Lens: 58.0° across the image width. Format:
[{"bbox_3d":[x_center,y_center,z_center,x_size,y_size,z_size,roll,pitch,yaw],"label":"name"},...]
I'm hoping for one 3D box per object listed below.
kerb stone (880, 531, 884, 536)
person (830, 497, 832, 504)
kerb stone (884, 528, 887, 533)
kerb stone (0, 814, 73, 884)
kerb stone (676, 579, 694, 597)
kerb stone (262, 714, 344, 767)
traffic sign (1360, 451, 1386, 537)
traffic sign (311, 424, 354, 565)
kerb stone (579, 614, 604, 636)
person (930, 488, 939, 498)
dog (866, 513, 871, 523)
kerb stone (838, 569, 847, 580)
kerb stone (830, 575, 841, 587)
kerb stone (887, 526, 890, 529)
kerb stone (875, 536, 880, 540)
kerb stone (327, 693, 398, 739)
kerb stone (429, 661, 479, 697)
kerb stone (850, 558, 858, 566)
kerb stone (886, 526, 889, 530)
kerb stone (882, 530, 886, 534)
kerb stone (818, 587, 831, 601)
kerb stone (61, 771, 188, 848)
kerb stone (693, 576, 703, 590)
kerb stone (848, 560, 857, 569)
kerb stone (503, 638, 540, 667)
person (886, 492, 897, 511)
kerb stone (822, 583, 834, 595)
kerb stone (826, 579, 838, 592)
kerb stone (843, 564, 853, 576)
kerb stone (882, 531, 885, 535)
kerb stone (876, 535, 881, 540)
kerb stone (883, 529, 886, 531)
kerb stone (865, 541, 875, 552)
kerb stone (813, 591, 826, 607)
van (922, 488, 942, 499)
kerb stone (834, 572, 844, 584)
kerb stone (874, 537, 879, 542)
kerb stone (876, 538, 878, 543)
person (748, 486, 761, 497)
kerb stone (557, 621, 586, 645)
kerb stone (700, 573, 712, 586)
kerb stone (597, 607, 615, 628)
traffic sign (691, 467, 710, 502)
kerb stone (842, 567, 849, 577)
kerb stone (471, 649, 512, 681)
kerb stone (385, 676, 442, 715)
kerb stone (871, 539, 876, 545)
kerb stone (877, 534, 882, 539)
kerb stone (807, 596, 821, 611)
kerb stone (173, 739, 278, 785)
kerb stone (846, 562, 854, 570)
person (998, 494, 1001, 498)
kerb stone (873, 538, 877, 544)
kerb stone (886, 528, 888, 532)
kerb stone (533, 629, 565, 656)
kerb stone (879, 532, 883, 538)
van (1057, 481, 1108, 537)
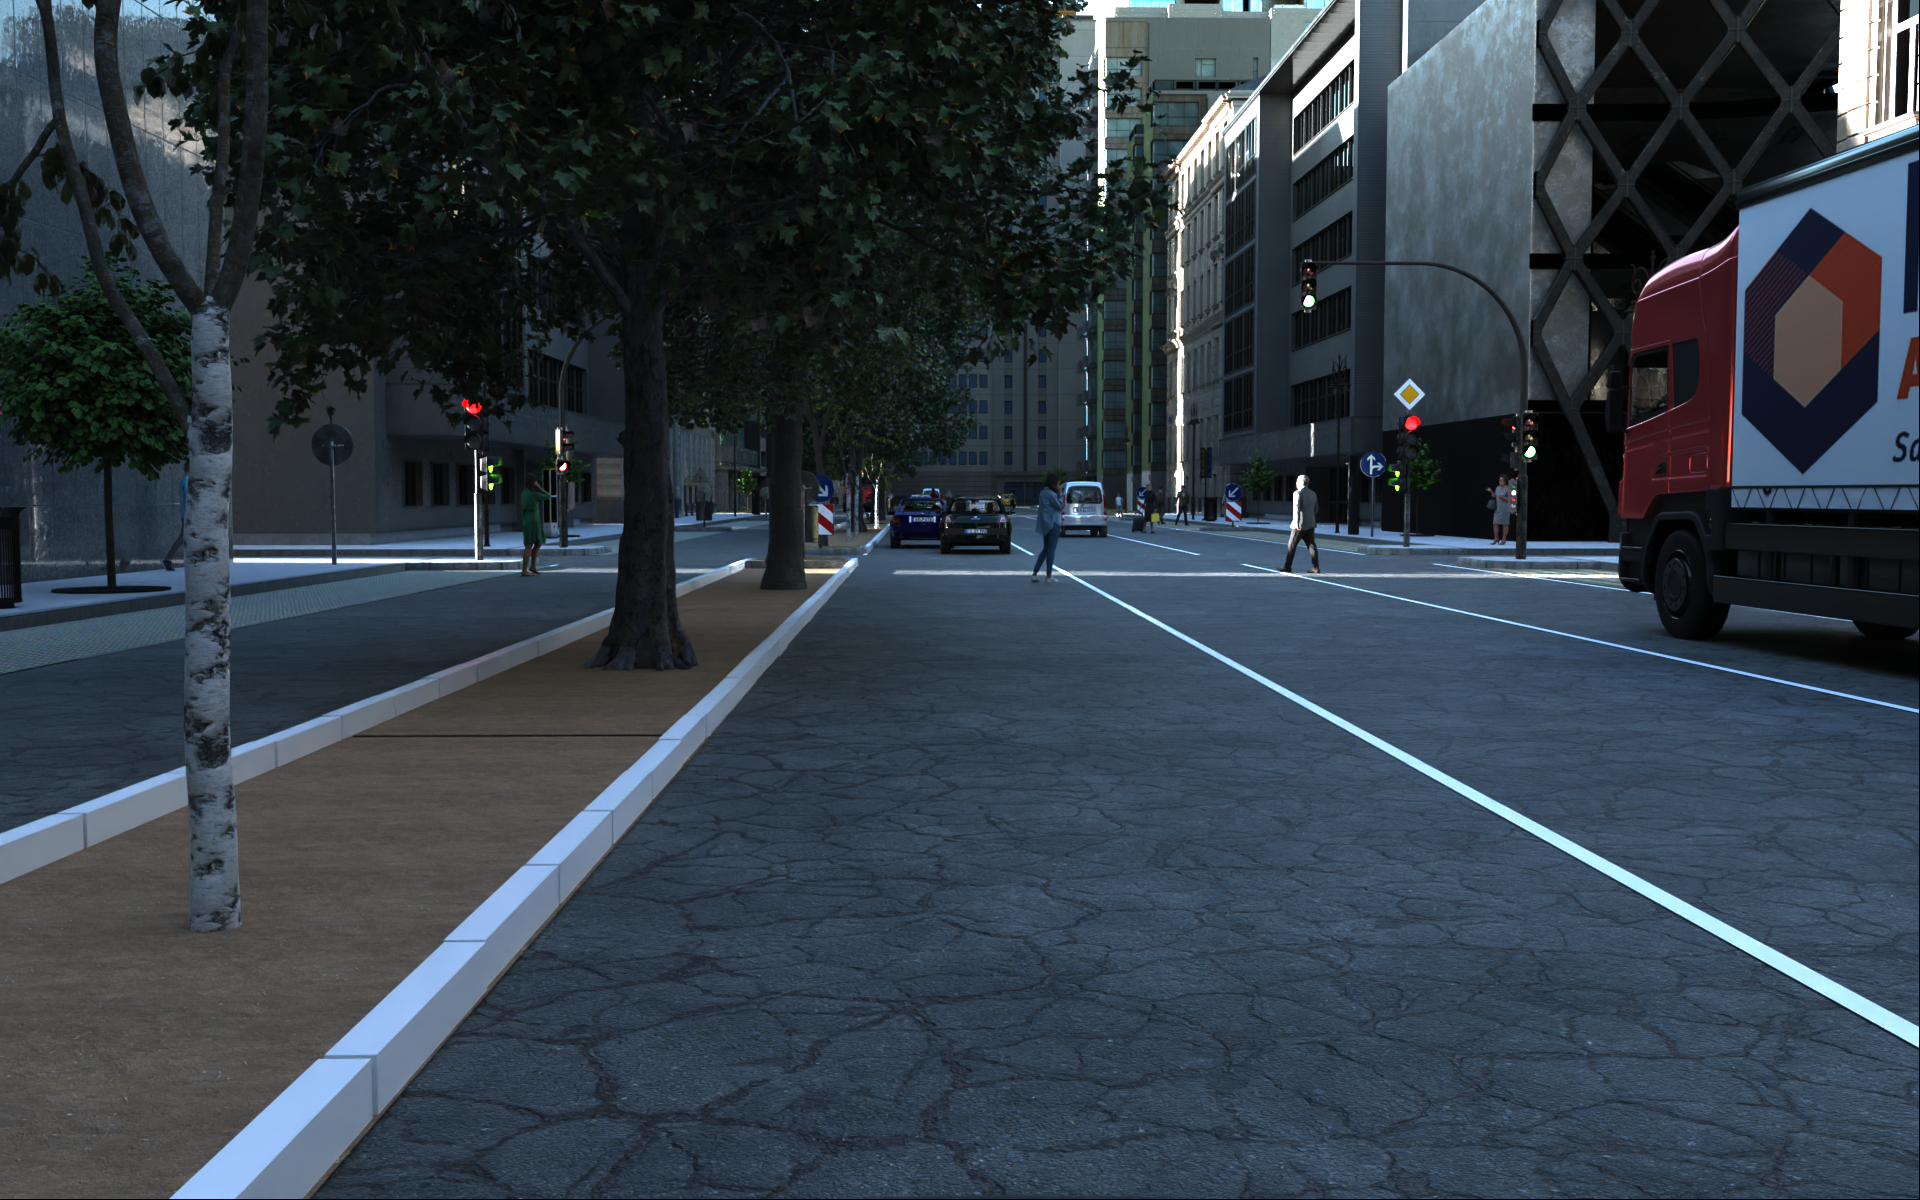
[{"bbox_3d":[-2.579,-2.017,55.175,0.120,0.150,1.000,0,4,-1],"label":"kerb stone"},{"bbox_3d":[-12.984,-9.954,174.503,1.065,1.426,0.557,0,4,-2],"label":"person"},{"bbox_3d":[-2.692,-2.331,60.300,0.120,0.150,1.000,0,4,-1],"label":"kerb stone"},{"bbox_3d":[-3.561,0.964,6.440,0.120,0.150,1.000,0,4,-1],"label":"kerb stone"},{"bbox_3d":[-3.980,-0.164,24.875,0.120,0.150,1.000,0,4,-1],"label":"kerb stone"},{"bbox_3d":[-3.625,0.780,9.513,0.120,0.150,1.000,0,4,-1],"label":"kerb stone"},{"bbox_3d":[12.365,-3.167,51.892,0.768,2.556,0.104,0,4,6],"label":"traffic sign"},{"bbox_3d":[-11.365,-1.913,31.384,0.768,2.556,0.104,0,4,1],"label":"traffic sign"},{"bbox_3d":[-3.818,0.276,17.717,0.120,0.150,1.000,0,4,-1],"label":"kerb stone"},{"bbox_3d":[-1.874,-6.801,119.661,1.348,1.831,0.705,-3,5,-42],"label":"person"},{"bbox_3d":[-4.469,-4.030,85.177,0.406,0.507,0.540,-1,4,-21],"label":"dog"},{"bbox_3d":[-1.952,-0.357,28.028,0.120,0.150,1.000,0,4,-1],"label":"kerb stone"},{"bbox_3d":[-1.907,-0.231,25.974,0.120,0.150,1.000,0,4,-1],"label":"kerb stone"},{"bbox_3d":[-2.783,-2.582,64.415,0.120,0.150,1.000,0,4,-1],"label":"kerb stone"},{"bbox_3d":[-2.451,-1.697,50.053,0.120,0.150,1.000,0,4,-1],"label":"kerb stone"},{"bbox_3d":[-3.651,0.713,10.541,0.120,0.150,1.000,0,4,-1],"label":"kerb stone"},{"bbox_3d":[-3.703,0.587,12.598,0.120,0.150,1.000,0,4,-1],"label":"kerb stone"},{"bbox_3d":[-2.067,-0.669,33.141,0.120,0.150,1.000,0,4,-1],"label":"kerb stone"},{"bbox_3d":[-2.759,-2.519,63.375,0.120,0.150,1.000,0,4,-1],"label":"kerb stone"},{"bbox_3d":[-2.612,-2.139,57.223,0.120,0.150,1.000,0,4,-1],"label":"kerb stone"},{"bbox_3d":[-1.829,-0.043,22.899,0.120,0.150,1.000,0,4,-1],"label":"kerb stone"},{"bbox_3d":[-3.582,0.901,7.462,0.120,0.150,1.000,0,4,-1],"label":"kerb stone"},{"bbox_3d":[-3.998,-0.224,25.897,0.120,0.150,1.000,0,4,-1],"label":"kerb stone"},{"bbox_3d":[-2.042,-0.605,32.115,0.120,0.150,1.000,0,4,-1],"label":"kerb stone"},{"bbox_3d":[-3.744,0.462,14.649,0.120,0.150,1.000,0,4,-1],"label":"kerb stone"},{"bbox_3d":[-5.206,-7.235,127.522,1.217,1.736,0.721,0,4,3],"label":"person"},{"bbox_3d":[-1.855,-0.106,23.925,0.120,0.150,1.000,0,4,-1],"label":"kerb stone"},{"bbox_3d":[-1.877,-0.169,24.952,0.120,0.150,1.000,0,4,-1],"label":"kerb stone"},{"bbox_3d":[-1.991,-0.477,30.072,0.120,0.150,1.000,0,4,-1],"label":"kerb stone"},{"bbox_3d":[-2.596,-2.079,56.200,0.120,0.150,1.000,0,4,-1],"label":"kerb stone"},{"bbox_3d":[-2.479,-1.767,51.080,0.120,0.150,1.000,0,4,-1],"label":"kerb stone"},{"bbox_3d":[-2.639,-2.205,58.247,0.120,0.150,1.000,0,4,-1],"label":"kerb stone"},{"bbox_3d":[-2.345,-1.385,44.929,0.120,0.150,1.000,0,4,-1],"label":"kerb stone"},{"bbox_3d":[-1.808,0.026,21.875,0.120,0.150,1.000,0,4,-1],"label":"kerb stone"},{"bbox_3d":[-2.190,-7.606,131.362,2.013,2.044,4.112,0,4,-2],"label":"van"},{"bbox_3d":[-1.926,-0.294,26.999,0.120,0.150,1.000,0,4,-1],"label":"kerb stone"},{"bbox_3d":[-2.426,-1.639,49.031,0.120,0.150,1.000,0,4,-1],"label":"kerb stone"},{"bbox_3d":[-2.406,-1.572,48.006,0.120,0.150,1.000,0,4,-1],"label":"kerb stone"},{"bbox_3d":[-14.242,-7.015,120.753,1.348,1.823,0.705,1,4,9],"label":"person"},{"bbox_3d":[-3.791,0.338,16.695,0.120,0.150,1.000,0,4,-1],"label":"kerb stone"},{"bbox_3d":[-4.023,-0.289,26.922,0.120,0.150,1.000,0,4,-1],"label":"kerb stone"},{"bbox_3d":[-3.842,0.213,18.739,0.120,0.150,1.000,0,4,-1],"label":"kerb stone"},{"bbox_3d":[-12.401,-5.061,82.750,0.884,2.594,0.081,0,4,-1],"label":"traffic sign"},{"bbox_3d":[-1.979,-0.413,29.050,0.120,0.150,1.000,0,4,-1],"label":"kerb stone"},{"bbox_3d":[-3.722,0.527,13.627,0.120,0.150,1.000,0,4,-1],"label":"kerb stone"},{"bbox_3d":[-3.679,0.655,11.577,0.120,0.150,1.000,0,4,-1],"label":"kerb stone"},{"bbox_3d":[-2.373,-1.453,45.951,0.120,0.150,1.000,0,4,-1],"label":"kerb stone"},{"bbox_3d":[-2.501,-1.829,52.102,0.120,0.150,1.000,0,4,-1],"label":"kerb stone"},{"bbox_3d":[-1.789,0.082,20.853,0.120,0.150,1.000,0,4,-1],"label":"kerb stone"},{"bbox_3d":[-3.603,0.839,8.484,0.120,0.150,1.000,0,4,-1],"label":"kerb stone"},{"bbox_3d":[-2.023,-0.538,31.094,0.120,0.150,1.000,0,4,-1],"label":"kerb stone"},{"bbox_3d":[4.376,-10.854,189.154,0.628,1.438,0.799,1,4,9],"label":"person"},{"bbox_3d":[-2.382,-1.513,46.976,0.120,0.150,1.000,0,4,-1],"label":"kerb stone"},{"bbox_3d":[-2.710,-2.392,61.329,0.120,0.150,1.000,0,4,-1],"label":"kerb stone"},{"bbox_3d":[-3.761,0.399,15.671,0.120,0.150,1.000,0,4,-1],"label":"kerb stone"},{"bbox_3d":[-2.545,-1.953,54.151,0.120,0.150,1.000,0,4,-1],"label":"kerb stone"},{"bbox_3d":[4.023,-3.179,58.985,2.013,2.044,4.112,0,4,-2],"label":"van"}]
